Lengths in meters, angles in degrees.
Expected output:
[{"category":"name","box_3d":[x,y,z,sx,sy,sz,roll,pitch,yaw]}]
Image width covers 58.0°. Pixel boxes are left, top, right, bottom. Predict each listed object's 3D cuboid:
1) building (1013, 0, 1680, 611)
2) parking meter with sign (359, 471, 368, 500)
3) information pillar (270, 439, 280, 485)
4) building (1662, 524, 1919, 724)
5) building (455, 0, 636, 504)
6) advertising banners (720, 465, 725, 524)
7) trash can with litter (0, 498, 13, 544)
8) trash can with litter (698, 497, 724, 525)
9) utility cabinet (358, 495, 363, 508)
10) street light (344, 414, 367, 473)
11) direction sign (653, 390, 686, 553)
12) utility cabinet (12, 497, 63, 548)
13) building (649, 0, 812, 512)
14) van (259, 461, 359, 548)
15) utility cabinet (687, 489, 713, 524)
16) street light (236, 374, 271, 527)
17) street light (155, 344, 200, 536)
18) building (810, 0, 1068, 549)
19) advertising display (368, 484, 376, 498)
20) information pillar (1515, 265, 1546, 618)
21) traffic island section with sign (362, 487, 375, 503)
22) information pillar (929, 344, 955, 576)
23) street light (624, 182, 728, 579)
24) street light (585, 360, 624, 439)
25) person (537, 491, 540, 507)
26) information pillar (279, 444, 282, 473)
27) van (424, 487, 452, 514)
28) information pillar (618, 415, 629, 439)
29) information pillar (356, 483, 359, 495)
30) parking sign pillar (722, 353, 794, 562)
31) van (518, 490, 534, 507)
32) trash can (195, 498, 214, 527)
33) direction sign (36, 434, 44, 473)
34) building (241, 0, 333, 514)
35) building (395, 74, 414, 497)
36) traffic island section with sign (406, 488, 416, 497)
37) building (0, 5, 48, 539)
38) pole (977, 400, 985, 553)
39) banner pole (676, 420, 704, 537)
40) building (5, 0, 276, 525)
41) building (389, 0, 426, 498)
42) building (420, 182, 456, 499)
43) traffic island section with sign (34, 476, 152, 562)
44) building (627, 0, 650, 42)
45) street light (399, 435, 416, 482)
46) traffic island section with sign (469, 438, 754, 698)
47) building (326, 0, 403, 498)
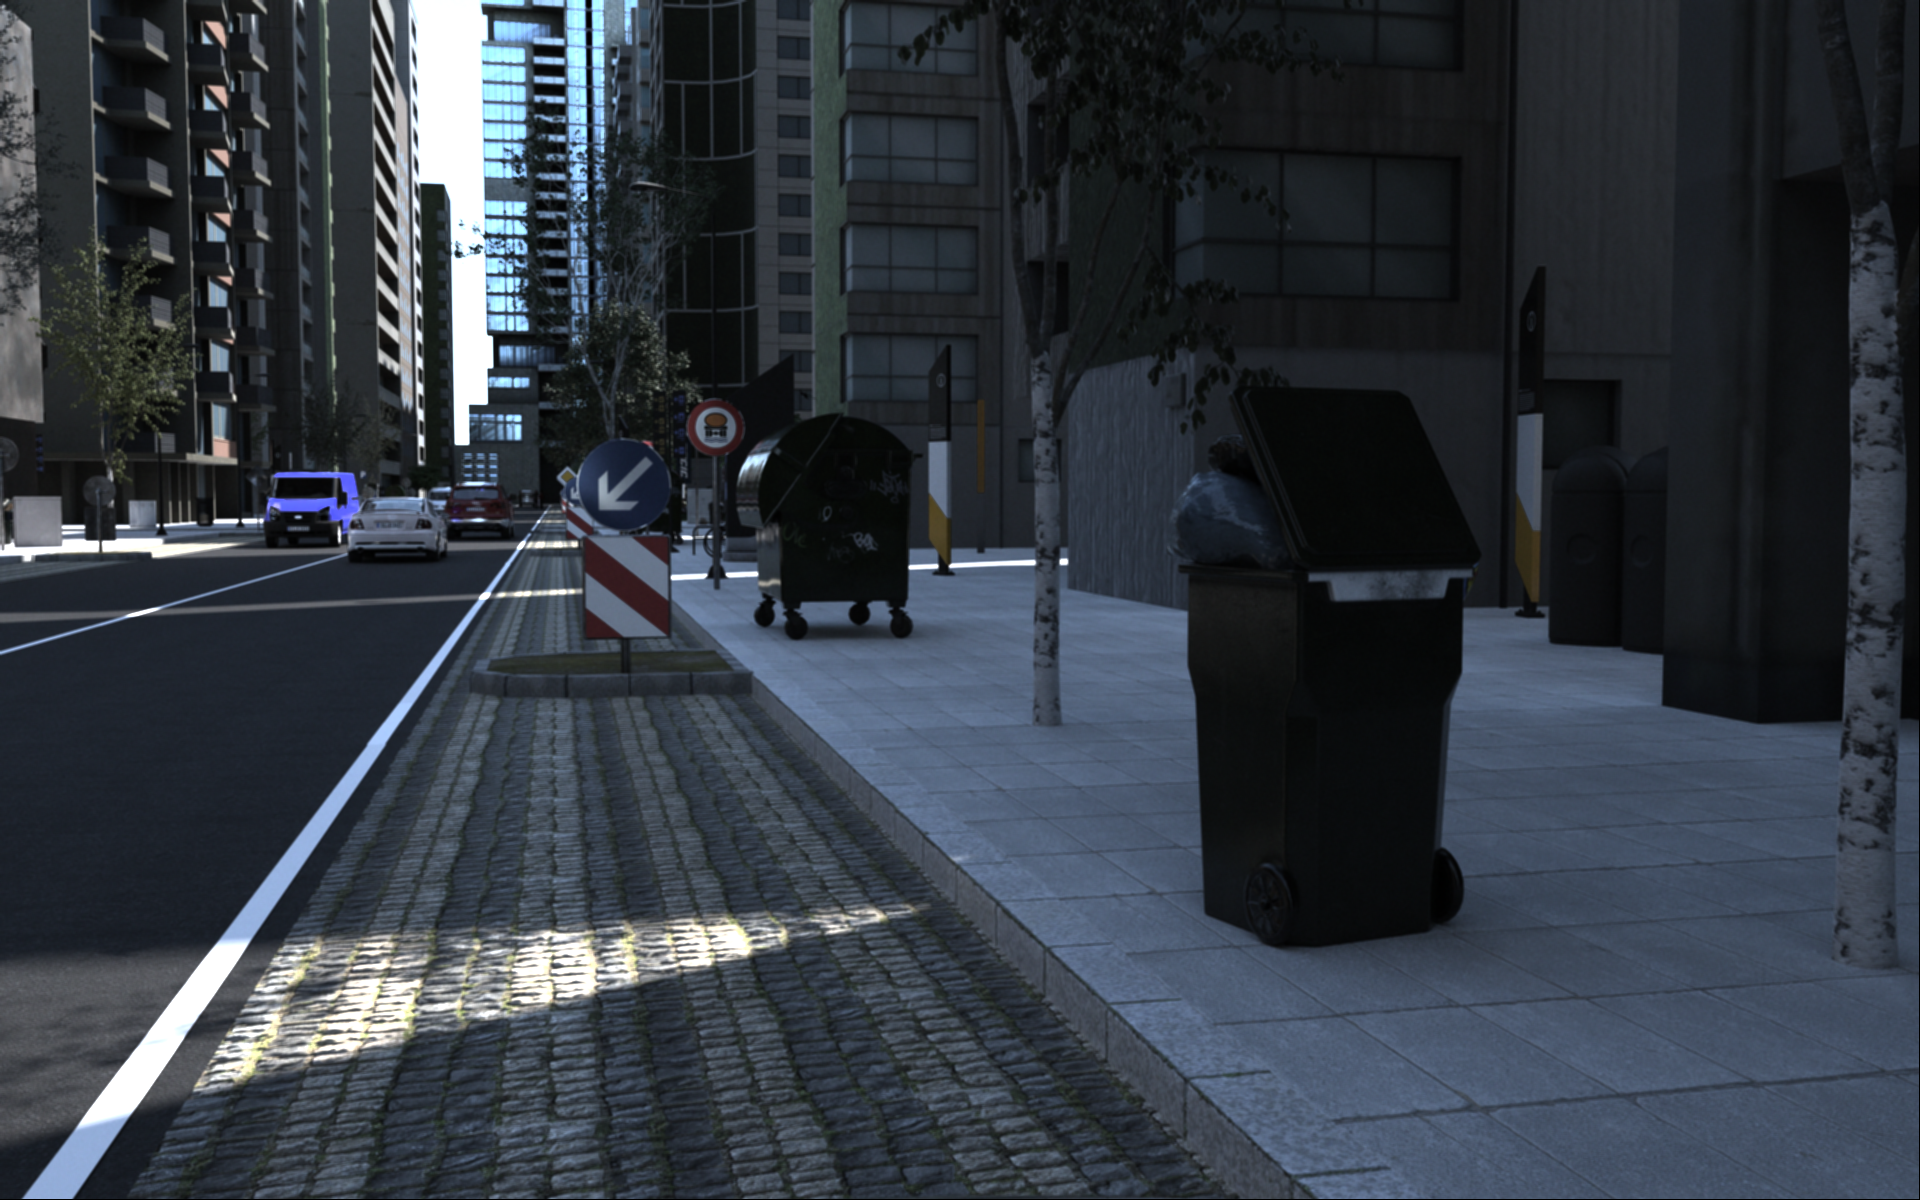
[{"category":"building","box_3d":[7.822,-15.561,26.120,14.160,30.474,14.107,-1,4,-13]},{"category":"parking meter with sign","box_3d":[-44.932,-8.276,131.577,1.738,3.016,0.543,3,5,42]},{"category":"information pillar","box_3d":[-29.230,-5.036,73.693,0.183,3.616,0.504,-2,4,-28]},{"category":"building","box_3d":[16.996,-23.089,1.199,21.300,48.544,21.600,-1,4,-13]},{"category":"building","box_3d":[-52.640,-56.475,236.038,31.000,86.520,22.319,-1,4,-13]},{"category":"advertising banners","box_3d":[-10.199,-4.775,74.260,0.090,3.025,2.074,-1,4,-12]},{"category":"trash can with litter","box_3d":[-24.317,-1.970,43.590,0.624,1.170,1.055,1,4,21]},{"category":"trash can with litter","box_3d":[-10.421,-3.717,72.156,1.055,1.170,0.624,-2,4,-23]},{"category":"utility cabinet","box_3d":[-38.074,-6.011,109.442,0.306,1.237,1.020,0,4,7]},{"category":"street light","box_3d":[-35.210,-7.844,100.788,1.470,5.913,1.316,-1,4,-13]},{"category":"direction sign","box_3d":[-6.359,-2.813,37.995,0.876,3.537,0.379,2,4,29]},{"category":"utility cabinet","box_3d":[-22.292,-1.877,41.859,1.020,1.237,0.306,-2,4,-35]},{"category":"building","box_3d":[-14.650,-42.311,130.039,20.563,71.187,20.611,-1,4,-13]},{"category":"van","box_3d":[-17.971,-2.675,48.116,2.240,2.365,5.245,-1,4,-12]},{"category":"utility cabinet","box_3d":[-10.988,-3.968,73.552,1.173,1.500,0.318,0,4,-4]},{"category":"street light","box_3d":[-27.258,-5.765,66.802,1.470,5.913,1.316,-1,4,-13]},{"category":"street light","box_3d":[-24.225,-4.961,53.646,1.470,5.913,1.316,-1,4,-13]},{"category":"building","box_3d":[2.696,-22.242,47.246,14.154,41.232,14.086,-1,4,-13]},{"category":"advertising display","box_3d":[-37.473,-6.433,110.401,0.123,1.923,0.974,0,4,6]},{"category":"information pillar","box_3d":[5.944,-1.633,18.055,0.183,3.616,0.504,0,4,-3]},{"category":"traffic island section with sign","box_3d":[-31.092,-5.045,91.118,1.989,1.847,2.006,-1,4,-13]},{"category":"information pillar","box_3d":[-0.310,-2.202,27.353,0.183,3.616,0.504,-3,4,-38]},{"category":"street light","box_3d":[-4.236,-3.275,26.090,1.470,5.913,1.316,-1,4,-13]},{"category":"street light","box_3d":[-12.185,-5.373,60.384,1.470,5.913,1.316,-1,4,-13]},{"category":"person","box_3d":[-45.594,-10.867,186.852,0.551,1.740,0.621,-2,4,-32]},{"category":"information pillar","box_3d":[-31.505,-5.414,79.867,0.504,3.616,0.183,-1,4,-17]},{"category":"van","box_3d":[-31.471,-5.998,105.080,2.013,2.044,4.112,-1,4,-14]},{"category":"information pillar","box_3d":[-9.966,-3.670,51.362,0.183,3.616,0.504,-3,5,-40]},{"category":"information pillar","box_3d":[-39.301,-6.619,112.707,0.304,2.012,0.304,-1,4,-10]},{"category":"parking sign pillar","box_3d":[-3.846,-2.737,33.221,1.447,3.967,1.447,-1,4,-13]},{"category":"van","box_3d":[-49.588,-11.698,198.278,2.013,2.044,4.112,-1,4,-13]},{"category":"trash can","box_3d":[-29.892,-3.480,68.550,0.748,1.137,0.748,0,3,0]},{"category":"direction sign","box_3d":[-35.095,-4.505,65.655,0.876,3.537,0.379,1,4,12]},{"category":"building","box_3d":[-49.226,-26.266,113.045,14.154,41.232,14.086,-1,4,-13]},{"category":"building","box_3d":[-64.736,-32.383,179.574,14.600,45.320,14.200,-1,4,-13]},{"category":"traffic island section with sign","box_3d":[-37.275,-6.677,117.802,1.989,1.847,2.006,-1,4,-13]},{"category":"building","box_3d":[-34.736,-10.842,44.726,16.811,18.784,16.820,-1,4,-13]},{"category":"pole","box_3d":[0.457,-2.672,37.529,0.158,3.312,0.155,0,3,0]},{"category":"banner pole","box_3d":[-8.102,-3.779,51.799,0.863,3.779,0.401,-2,4,-24]},{"category":"building","box_3d":[-46.003,-26.188,82.800,22.147,44.769,28.867,-1,4,-13]},{"category":"building","box_3d":[-75.938,-39.999,195.988,28.212,58.520,21.231,-1,4,-13]},{"category":"building","box_3d":[-74.328,-33.332,228.580,14.086,41.232,14.154,-1,4,-13]},{"category":"traffic island section with sign","box_3d":[-18.618,-1.756,37.337,1.989,1.847,2.006,-1,4,-13]},{"category":"building","box_3d":[-22.665,-33.793,172.125,23.786,49.044,30.456,-1,4,-13]},{"category":"street light","box_3d":[-43.159,-9.957,135.329,1.470,5.913,1.316,-1,4,-13]},{"category":"traffic island section with sign","box_3d":[-2.658,-0.271,13.056,1.989,1.847,2.006,-1,4,-13]},{"category":"building","box_3d":[-59.670,-31.988,146.704,21.300,48.544,21.600,-1,4,-13]}]
